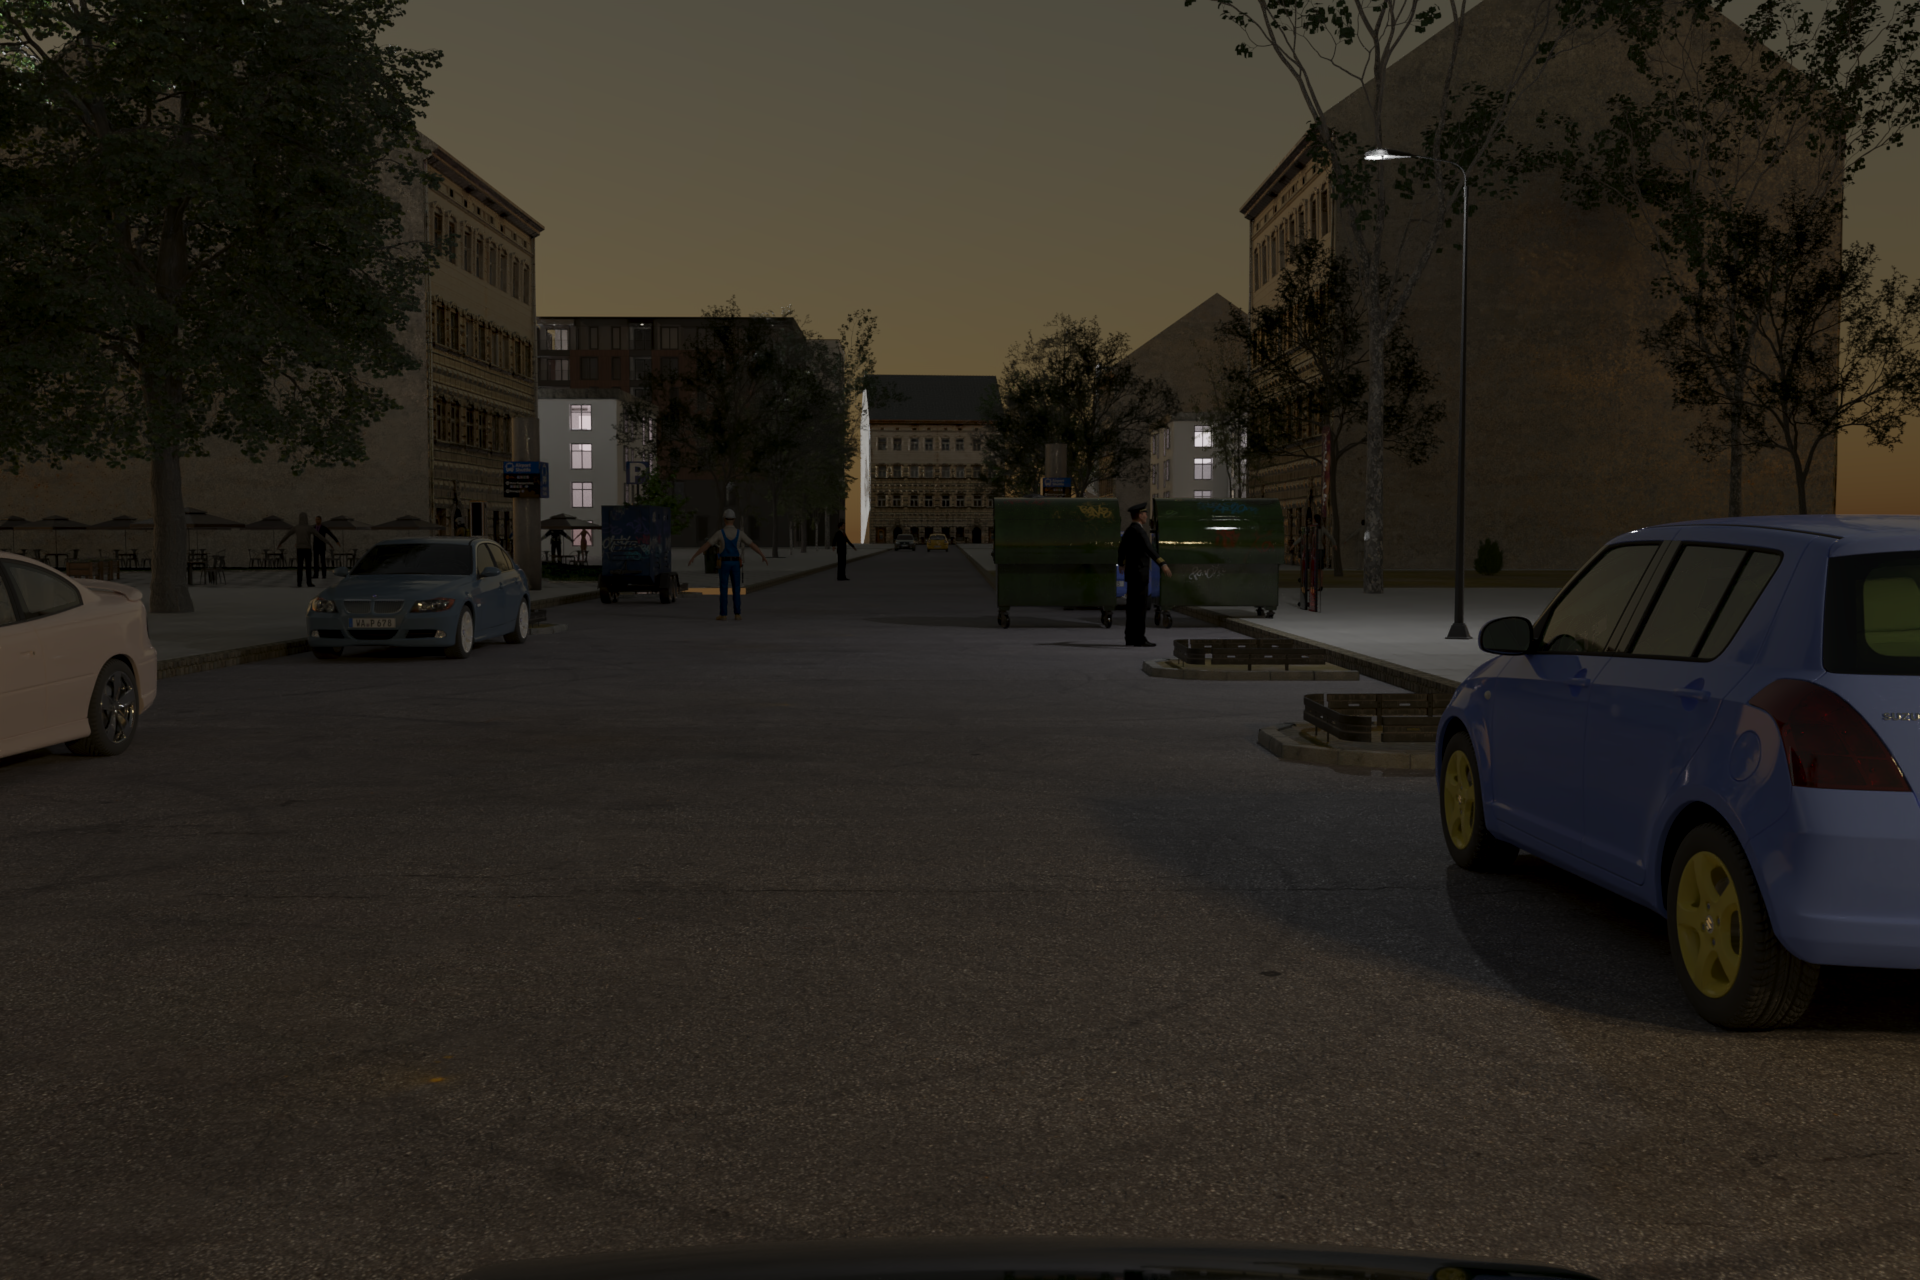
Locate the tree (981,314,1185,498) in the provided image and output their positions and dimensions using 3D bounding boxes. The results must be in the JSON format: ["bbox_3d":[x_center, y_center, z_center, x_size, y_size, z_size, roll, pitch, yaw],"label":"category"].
[{"bbox_3d":[5.084,-8.559,74.351,8.767,10.594,7.601,-1,4,-15],"label":"tree"}]

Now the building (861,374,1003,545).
[{"bbox_3d":[-4.044,-24.722,237.595,18.063,23.208,19.493,0,4,-7],"label":"building"}]

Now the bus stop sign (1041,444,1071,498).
[{"bbox_3d":[2.804,-3.774,50.723,0.837,3.901,0.837,0,4,-2],"label":"bus stop sign"}]

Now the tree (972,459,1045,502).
[{"bbox_3d":[5.206,-12.843,144.390,8.767,10.594,7.601,0,4,-2],"label":"tree"}]

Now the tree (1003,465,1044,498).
[{"bbox_3d":[5.122,-11.425,137.162,4.737,8.622,4.395,0,3,0],"label":"tree"}]

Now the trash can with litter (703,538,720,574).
[{"bbox_3d":[-7.796,-2.735,56.104,1.055,1.170,0.624,0,4,0],"label":"trash can with litter"}]

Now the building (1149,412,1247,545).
[{"bbox_3d":[19.078,-10.832,119.257,9.099,9.664,28.070,0,4,0],"label":"building"}]

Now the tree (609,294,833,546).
[{"bbox_3d":[-9.491,-8.172,68.033,8.767,10.594,7.601,-1,4,-20],"label":"tree"}]

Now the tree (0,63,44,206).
[{"bbox_3d":[-12.191,-4.962,15.534,7.601,10.594,8.767,-2,4,-32],"label":"tree"}]

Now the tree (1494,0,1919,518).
[{"bbox_3d":[23.567,-12.224,55.746,12.611,20.169,13.585,0,3,0],"label":"tree"}]

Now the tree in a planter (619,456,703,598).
[{"bbox_3d":[-6.943,-2.581,39.429,1.991,3.239,1.994,0,4,0],"label":"tree in a planter"}]

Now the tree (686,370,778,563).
[{"bbox_3d":[-9.532,-7.741,76.925,4.360,8.622,3.978,0,3,0],"label":"tree"}]

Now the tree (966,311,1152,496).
[{"bbox_3d":[5.463,-11.277,94.750,12.009,13.543,11.850,0,3,0],"label":"tree"}]

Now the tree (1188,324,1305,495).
[{"bbox_3d":[9.672,-6.757,60.840,4.360,8.622,3.978,0,3,0],"label":"tree"}]

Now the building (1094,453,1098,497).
[{"bbox_3d":[20.006,-20.516,191.853,16.016,20.090,11.380,0,4,-1],"label":"building"}]

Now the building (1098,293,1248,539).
[{"bbox_3d":[23.363,-20.568,167.217,19.493,23.208,18.063,0,3,0],"label":"building"}]

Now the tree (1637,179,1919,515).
[{"bbox_3d":[22.006,-6.752,44.812,8.767,10.594,7.601,1,4,22],"label":"tree"}]

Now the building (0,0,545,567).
[{"bbox_3d":[-30.092,-15.014,76.402,19.493,23.208,18.063,0,4,-1],"label":"building"}]

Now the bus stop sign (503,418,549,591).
[{"bbox_3d":[-9.873,-3.085,39.458,0.837,3.901,0.837,0,3,0],"label":"bus stop sign"}]

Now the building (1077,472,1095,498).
[{"bbox_3d":[19.919,-16.533,212.456,9.099,9.664,28.070,0,4,-1],"label":"building"}]

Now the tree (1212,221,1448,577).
[{"bbox_3d":[11.117,-7.199,52.109,7.601,10.594,8.767,1,4,20],"label":"tree"}]

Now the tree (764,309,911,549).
[{"bbox_3d":[-9.617,-17.629,144.118,12.611,20.169,13.585,0,3,0],"label":"tree"}]

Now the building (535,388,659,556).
[{"bbox_3d":[-24.340,-10.506,113.921,9.099,9.664,28.070,0,4,-1],"label":"building"}]

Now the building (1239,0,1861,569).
[{"bbox_3d":[22.746,-14.732,71.792,19.493,23.208,18.063,0,3,0],"label":"building"}]

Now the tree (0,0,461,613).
[{"bbox_3d":[-13.020,-7.416,27.912,9.857,13.997,8.962,0,3,0],"label":"tree"}]

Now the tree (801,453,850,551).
[{"bbox_3d":[-10.415,-10.872,128.115,4.737,8.622,4.395,0,3,0],"label":"tree"}]

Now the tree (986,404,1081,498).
[{"bbox_3d":[5.411,-11.242,118.213,7.601,10.594,8.767,-2,4,-23],"label":"tree"}]

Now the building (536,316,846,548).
[{"bbox_3d":[-26.547,-20.507,179.262,27.936,21.610,32.646,0,4,-1],"label":"building"}]

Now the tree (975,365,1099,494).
[{"bbox_3d":[4.918,-11.033,106.151,9.928,11.665,9.643,0,3,0],"label":"tree"}]

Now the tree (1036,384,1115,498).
[{"bbox_3d":[5.237,-8.049,81.960,4.360,8.622,3.978,0,3,0],"label":"tree"}]

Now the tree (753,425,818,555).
[{"bbox_3d":[-10.046,-9.444,104.769,4.360,8.622,3.978,0,3,0],"label":"tree"}]

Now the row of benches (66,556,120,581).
[{"bbox_3d":[-23.654,-1.950,47.350,1.422,0.672,4.104,-1,4,-16],"label":"row of benches"}]

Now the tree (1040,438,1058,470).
[{"bbox_3d":[13.906,-23.130,234.063,12.611,20.169,13.585,0,3,0],"label":"tree"}]
